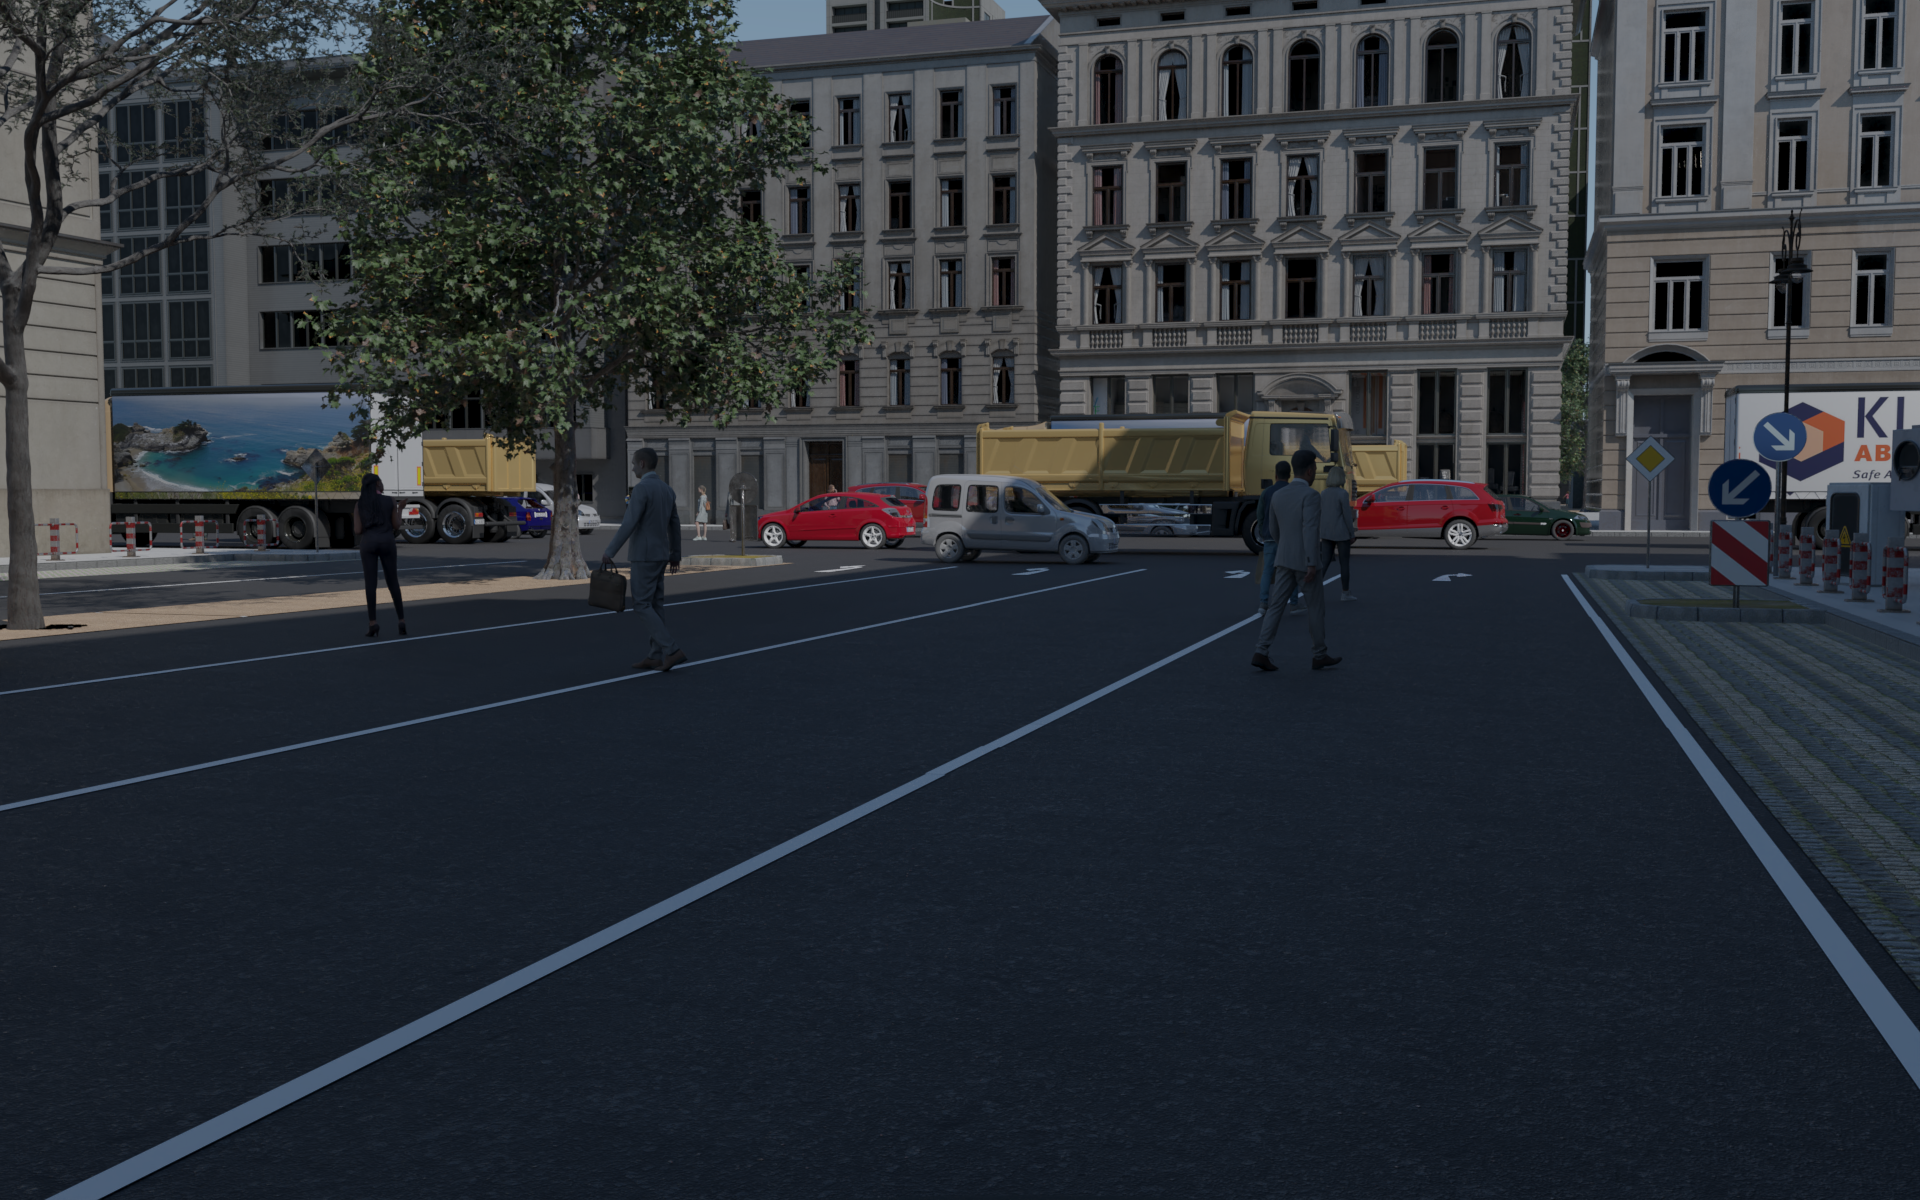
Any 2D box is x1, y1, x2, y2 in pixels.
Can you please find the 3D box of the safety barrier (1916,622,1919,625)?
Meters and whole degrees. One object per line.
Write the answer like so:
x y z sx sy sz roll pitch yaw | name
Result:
9.553 -0.163 16.939 0.300 0.817 1.120 1 4 17 | safety barrier

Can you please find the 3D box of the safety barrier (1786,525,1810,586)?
11.866 -0.611 24.264 0.300 0.817 1.120 1 4 17 | safety barrier

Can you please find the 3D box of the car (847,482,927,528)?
-1.560 -3.001 57.747 5.304 1.827 2.281 1 4 19 | car

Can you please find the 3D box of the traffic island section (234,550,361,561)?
-14.143 -0.966 38.068 2.009 0.180 2.903 1 4 17 | traffic island section

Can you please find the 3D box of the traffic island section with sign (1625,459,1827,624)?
8.853 -0.706 20.164 1.989 1.847 2.006 1 4 17 | traffic island section with sign

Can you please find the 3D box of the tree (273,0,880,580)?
-6.609 -6.694 28.912 9.611 12.733 9.660 0 3 0 | tree

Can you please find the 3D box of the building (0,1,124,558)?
-34.197 -12.294 34.293 30.059 22.955 16.112 1 4 17 | building

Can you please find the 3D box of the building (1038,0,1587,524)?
14.070 -14.657 68.522 19.941 23.489 11.050 1 4 17 | building

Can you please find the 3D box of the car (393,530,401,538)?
-20.352 -2.894 55.987 5.304 1.827 2.281 1 4 19 | car

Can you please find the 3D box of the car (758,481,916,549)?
-3.419 -2.257 45.947 4.494 1.783 2.155 1 4 16 | car

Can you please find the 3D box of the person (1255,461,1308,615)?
3.750 -0.731 20.441 0.713 1.824 0.794 -3 5 -44 | person

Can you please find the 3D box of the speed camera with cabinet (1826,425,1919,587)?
12.755 -1.797 23.724 0.660 3.252 2.038 0 4 -8 | speed camera with cabinet

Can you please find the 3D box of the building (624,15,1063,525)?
-4.156 -13.771 74.312 18.267 20.994 9.793 1 4 17 | building

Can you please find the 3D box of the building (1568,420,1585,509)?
62.542 -50.615 140.222 22.319 86.520 31.000 1 4 17 | building

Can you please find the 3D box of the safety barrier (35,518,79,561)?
-17.385 -1.162 33.267 0.300 0.817 1.120 1 4 17 | safety barrier

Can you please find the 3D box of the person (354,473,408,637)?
-5.852 -0.461 17.506 0.415 1.643 0.593 1 4 22 | person

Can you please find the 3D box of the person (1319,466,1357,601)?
4.963 -0.889 23.224 0.728 1.800 0.709 -2 4 -34 | person

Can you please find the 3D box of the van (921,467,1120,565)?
1.281 -1.790 36.271 4.112 2.044 2.013 1 4 16 | van

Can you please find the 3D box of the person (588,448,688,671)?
-2.566 -0.338 14.155 0.853 1.813 0.709 1 4 19 | person

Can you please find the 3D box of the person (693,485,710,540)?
-8.019 -2.714 53.883 0.522 1.701 0.512 0 4 2 | person

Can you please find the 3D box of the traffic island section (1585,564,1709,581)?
11.892 -0.466 29.896 2.009 0.180 2.903 1 4 17 | traffic island section

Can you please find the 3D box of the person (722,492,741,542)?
-6.793 -2.645 51.848 0.694 1.812 0.767 2 4 25 | person

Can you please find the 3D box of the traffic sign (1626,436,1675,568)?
11.867 -1.601 29.826 0.795 2.450 0.064 1 4 17 | traffic sign

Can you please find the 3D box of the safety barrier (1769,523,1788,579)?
12.442 -0.724 26.110 0.300 0.817 1.120 1 4 17 | safety barrier

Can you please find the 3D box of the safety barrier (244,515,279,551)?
-15.641 -1.499 38.783 0.300 0.817 1.120 1 4 17 | safety barrier

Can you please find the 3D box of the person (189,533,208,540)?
-23.571 -2.745 53.559 0.590 1.801 0.661 1 4 20 | person

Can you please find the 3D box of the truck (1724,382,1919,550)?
25.611 -3.368 43.983 11.283 4.237 2.839 1 4 18 | truck

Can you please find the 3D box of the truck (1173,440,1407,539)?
9.650 -3.747 57.180 9.791 3.379 3.469 1 4 16 | truck

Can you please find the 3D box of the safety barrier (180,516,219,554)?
-16.220 -1.387 36.946 0.300 0.817 1.120 1 4 17 | safety barrier

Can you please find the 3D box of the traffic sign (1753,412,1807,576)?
12.760 -1.646 27.014 0.768 2.556 0.104 2 4 24 | traffic sign

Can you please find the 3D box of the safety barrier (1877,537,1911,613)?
10.130 -0.275 18.767 0.300 0.817 1.120 1 4 17 | safety barrier

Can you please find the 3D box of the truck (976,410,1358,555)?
5.400 -2.798 41.664 9.791 3.379 3.469 1 4 17 | truck

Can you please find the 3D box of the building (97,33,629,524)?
-27.003 -16.189 83.757 30.058 24.678 14.314 1 4 17 | building

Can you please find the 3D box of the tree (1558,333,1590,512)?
44.363 -12.577 122.646 9.611 12.733 9.660 0 3 0 | tree

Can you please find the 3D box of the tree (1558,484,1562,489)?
59.875 -11.011 174.625 1.663 3.219 1.824 0 3 0 | tree

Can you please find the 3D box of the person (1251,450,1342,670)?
2.734 -0.326 14.097 0.850 1.792 0.678 -2 4 -33 | person

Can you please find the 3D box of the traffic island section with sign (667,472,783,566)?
-4.676 -1.664 35.346 2.006 1.907 1.989 1 4 17 | traffic island section with sign

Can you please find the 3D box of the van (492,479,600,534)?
-14.764 -3.320 61.301 4.112 2.044 2.013 1 4 19 | van

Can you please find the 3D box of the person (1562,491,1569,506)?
68.930 -11.469 196.742 1.217 1.743 0.721 -2 4 -27 | person

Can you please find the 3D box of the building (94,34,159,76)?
-53.860 -17.917 90.200 25.104 27.353 12.463 1 4 17 | building

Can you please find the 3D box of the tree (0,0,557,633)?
-9.882 -6.417 17.737 12.009 13.543 11.850 0 3 0 | tree

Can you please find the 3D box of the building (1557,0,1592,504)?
69.454 -47.933 221.948 20.611 71.187 20.563 1 4 17 | building

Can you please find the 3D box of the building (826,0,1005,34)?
-6.279 -49.393 245.827 20.611 71.187 20.563 1 4 17 | building

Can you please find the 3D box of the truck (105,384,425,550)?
-19.924 -3.514 46.374 11.283 4.237 2.839 1 4 16 | truck

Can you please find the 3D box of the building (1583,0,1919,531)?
33.665 -16.960 63.203 20.117 28.700 13.634 1 4 17 | building

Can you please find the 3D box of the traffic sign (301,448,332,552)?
-14.118 -2.101 37.999 0.795 2.450 0.064 1 4 17 | traffic sign

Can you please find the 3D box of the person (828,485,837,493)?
-4.518 -3.108 59.914 0.593 1.750 0.643 -2 4 -28 | person

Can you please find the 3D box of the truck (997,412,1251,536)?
5.717 -4.463 61.888 11.283 4.237 2.839 1 4 19 | truck

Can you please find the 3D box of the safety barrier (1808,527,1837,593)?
11.288 -0.499 22.436 0.300 0.817 1.120 1 4 17 | safety barrier

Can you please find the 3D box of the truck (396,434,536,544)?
-17.509 -3.388 51.316 9.791 3.379 3.469 1 4 16 | truck

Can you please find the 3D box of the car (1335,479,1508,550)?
11.739 -2.274 45.858 5.304 1.827 2.281 1 4 19 | car

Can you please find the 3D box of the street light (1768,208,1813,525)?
13.523 -3.397 28.326 0.468 5.910 1.993 1 4 17 | street light

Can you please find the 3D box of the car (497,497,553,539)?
-15.214 -2.664 56.131 3.894 1.354 1.945 1 4 19 | car

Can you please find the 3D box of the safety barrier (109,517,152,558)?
-16.804 -1.274 35.102 0.300 0.817 1.120 1 4 17 | safety barrier

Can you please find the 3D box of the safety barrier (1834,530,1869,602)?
10.711 -0.387 20.608 0.300 0.817 1.120 1 4 17 | safety barrier

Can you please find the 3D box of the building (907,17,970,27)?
0.545 -27.750 145.599 32.217 40.220 23.993 1 4 17 | building

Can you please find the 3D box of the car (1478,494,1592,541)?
17.536 -2.715 54.172 4.222 1.686 2.009 1 4 16 | car

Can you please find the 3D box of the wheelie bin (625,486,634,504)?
-13.345 -3.898 71.646 0.980 1.594 0.693 -1 4 -12 | wheelie bin
